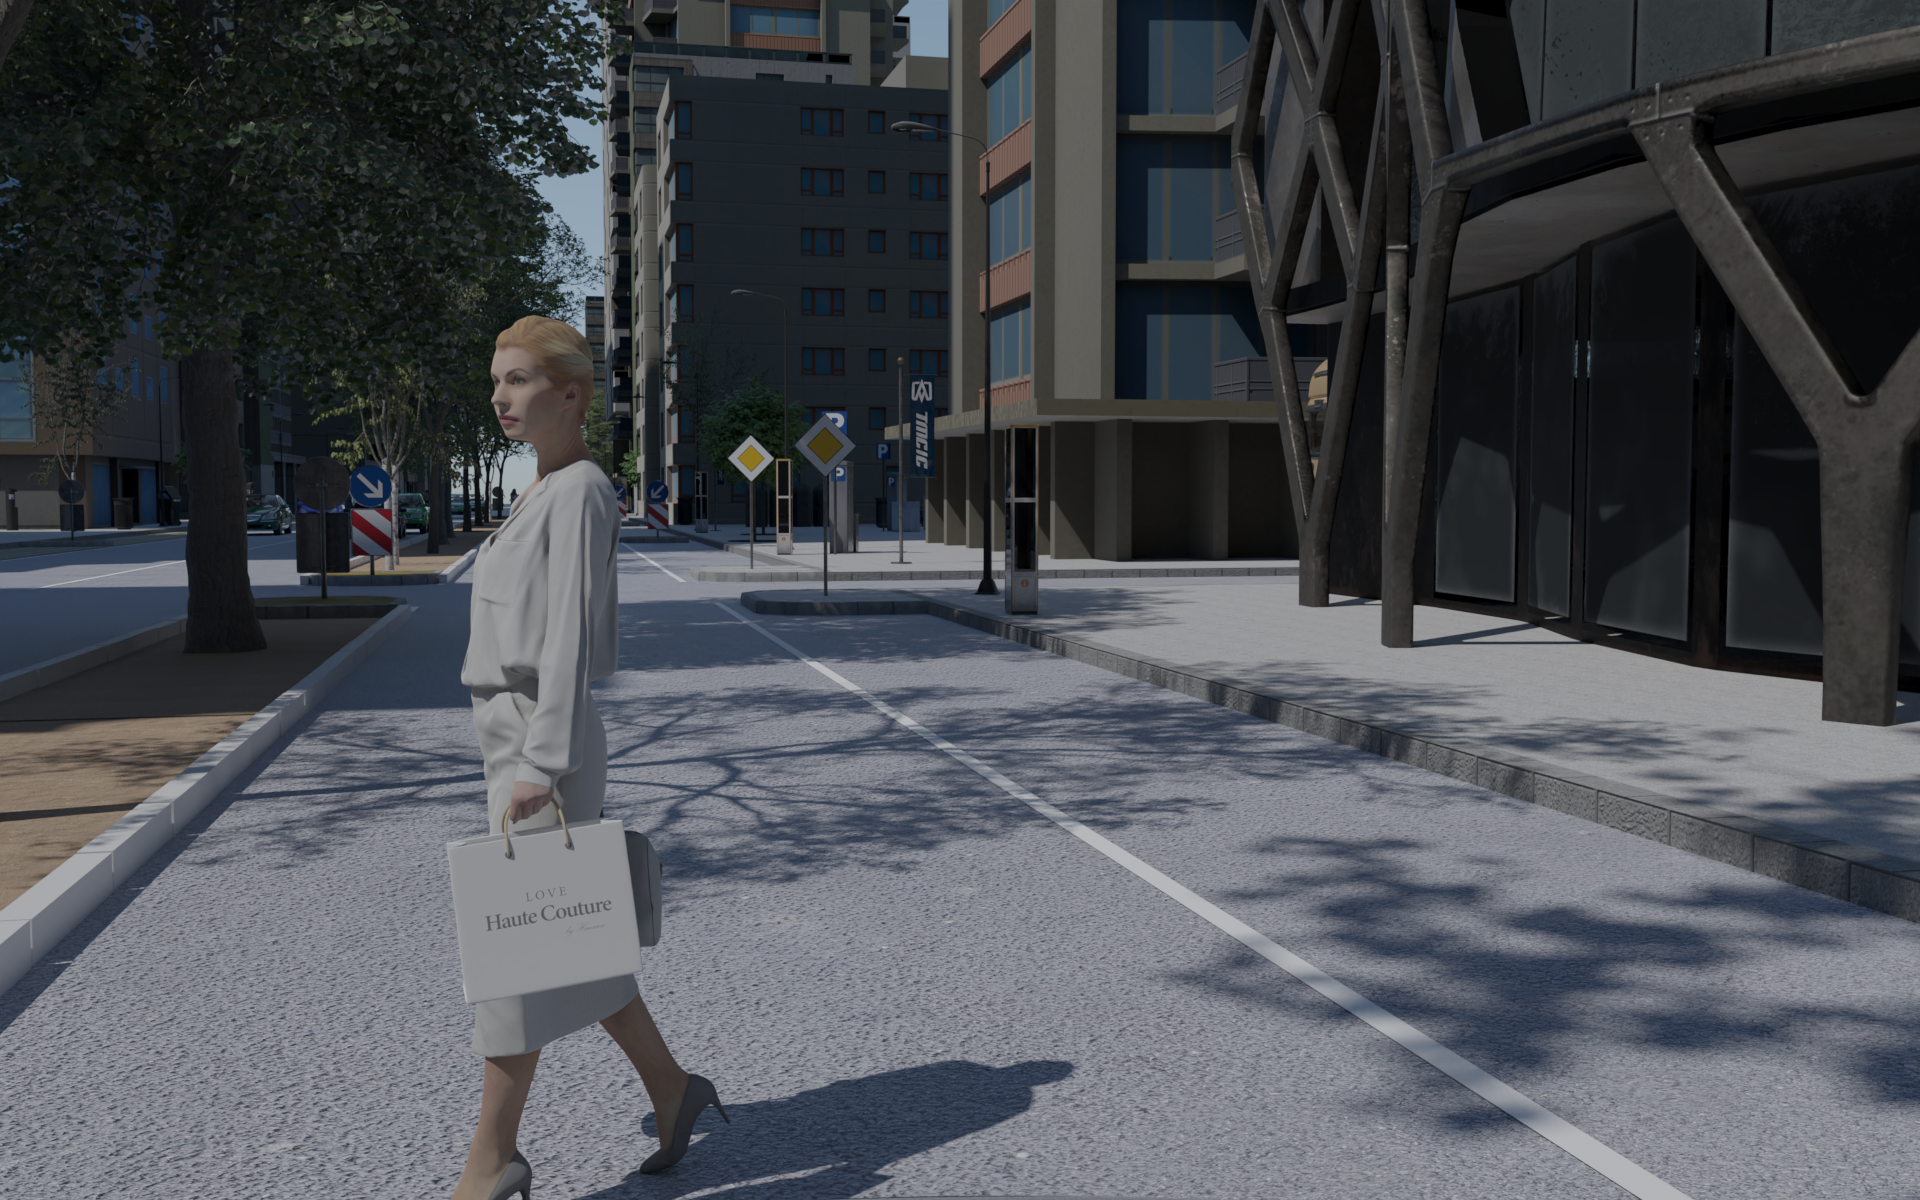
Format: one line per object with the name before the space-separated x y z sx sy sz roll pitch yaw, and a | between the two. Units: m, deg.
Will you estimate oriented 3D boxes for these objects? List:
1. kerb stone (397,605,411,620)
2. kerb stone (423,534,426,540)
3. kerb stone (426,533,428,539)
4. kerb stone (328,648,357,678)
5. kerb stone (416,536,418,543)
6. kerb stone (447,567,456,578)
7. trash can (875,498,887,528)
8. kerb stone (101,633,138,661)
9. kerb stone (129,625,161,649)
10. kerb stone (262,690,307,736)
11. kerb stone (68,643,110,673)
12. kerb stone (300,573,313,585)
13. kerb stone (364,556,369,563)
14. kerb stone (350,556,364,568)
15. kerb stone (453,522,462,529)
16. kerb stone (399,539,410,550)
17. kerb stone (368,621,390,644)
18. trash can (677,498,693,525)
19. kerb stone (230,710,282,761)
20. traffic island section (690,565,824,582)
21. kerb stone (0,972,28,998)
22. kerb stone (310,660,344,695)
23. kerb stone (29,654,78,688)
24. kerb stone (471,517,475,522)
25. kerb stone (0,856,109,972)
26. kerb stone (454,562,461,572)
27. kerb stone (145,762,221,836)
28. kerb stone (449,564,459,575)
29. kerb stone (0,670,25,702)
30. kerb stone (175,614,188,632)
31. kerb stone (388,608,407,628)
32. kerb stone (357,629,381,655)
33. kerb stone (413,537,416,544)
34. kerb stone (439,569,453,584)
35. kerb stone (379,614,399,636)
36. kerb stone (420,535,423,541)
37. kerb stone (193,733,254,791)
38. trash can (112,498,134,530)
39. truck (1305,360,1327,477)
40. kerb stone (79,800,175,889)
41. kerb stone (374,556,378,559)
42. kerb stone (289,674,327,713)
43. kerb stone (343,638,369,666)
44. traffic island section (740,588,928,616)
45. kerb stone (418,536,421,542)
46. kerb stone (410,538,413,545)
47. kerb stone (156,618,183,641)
kerb stone | -6.336 0.160 19.669 0.120 0.150 1.000 -1 4 -13
kerb stone | -16.402 -1.860 52.601 0.120 0.150 1.000 -1 4 -13
kerb stone | -16.643 -1.920 53.594 0.120 0.150 1.000 -1 4 -13
kerb stone | -4.907 0.523 13.690 0.120 0.150 1.000 -1 4 -13
kerb stone | -15.687 -1.676 49.597 0.120 0.150 1.000 -1 4 -13
kerb stone | -8.614 -0.425 29.143 0.120 0.150 1.000 -1 4 -13
trash can | -2.895 -3.313 65.824 0.748 1.137 0.748 0 3 0
kerb stone | -7.409 0.429 15.186 0.120 0.150 1.000 -1 4 -13
kerb stone | -7.665 0.368 16.180 0.120 0.150 1.000 -1 4 -13
kerb stone | -4.185 0.704 10.701 0.120 0.150 1.000 -1 4 -13
kerb stone | -7.178 0.492 14.191 0.120 0.150 1.000 -1 4 -13
kerb stone | -10.421 -0.336 27.691 0.120 0.150 1.000 -1 4 -13
kerb stone | -12.332 -0.823 35.651 0.120 0.150 1.000 -1 4 -13
kerb stone | -12.097 -0.759 34.653 0.120 0.150 1.000 -1 4 -13
kerb stone | -21.910 -3.258 75.532 0.120 0.150 1.000 -1 4 -13
kerb stone | -14.969 -1.491 46.616 0.120 0.150 1.000 -1 4 -13
kerb stone | -5.622 0.337 16.681 0.120 0.150 1.000 -1 4 -13
trash can | -11.364 -3.667 71.602 0.748 1.137 0.748 0 3 0
kerb stone | -3.950 0.765 9.703 0.120 0.150 1.000 -1 4 -13
traffic island section | -3.539 -0.449 29.618 2.009 0.180 2.903 -1 4 -13
kerb stone | -2.743 1.069 4.721 0.120 0.150 1.000 -1 4 -13
kerb stone | -4.657 0.581 12.693 0.120 0.150 1.000 -1 4 -13
kerb stone | -6.933 0.551 13.192 0.120 0.150 1.000 -1 4 -13
kerb stone | -26.458 -4.420 94.470 0.120 0.150 1.000 -1 4 -13
kerb stone | -2.986 1.012 5.720 0.120 0.150 1.000 -1 4 -13
kerb stone | -9.096 -0.547 31.132 0.120 0.150 1.000 -1 4 -13
kerb stone | -3.461 0.887 7.713 0.120 0.150 1.000 -1 4 -13
kerb stone | -8.852 -0.486 30.139 0.120 0.150 1.000 -1 4 -13
kerb stone | -6.711 0.614 12.195 0.120 0.150 1.000 -1 4 -13
kerb stone | -8.139 0.246 18.178 0.120 0.150 1.000 -1 4 -13
kerb stone | -6.097 0.217 18.674 0.120 0.150 1.000 -1 4 -13
kerb stone | -5.381 0.399 15.688 0.120 0.150 1.000 -1 4 -13
kerb stone | -15.441 -1.615 48.605 0.120 0.150 1.000 -1 4 -13
kerb stone | -8.372 -0.361 28.150 0.120 0.150 1.000 -1 4 -13
kerb stone | -5.857 0.276 17.676 0.120 0.150 1.000 -1 4 -13
kerb stone | -16.166 -1.797 51.604 0.120 0.150 1.000 -1 4 -13
kerb stone | -3.708 0.827 8.706 0.120 0.150 1.000 -1 4 -13
trash can | -30.114 -3.102 62.368 0.748 1.137 0.748 0 3 0
truck | 10.691 -2.444 28.879 11.283 4.237 2.839 -1 4 -13
kerb stone | -3.226 0.949 6.714 0.120 0.150 1.000 -1 4 -13
kerb stone | -12.815 -0.946 37.658 0.120 0.150 1.000 -1 4 -13
kerb stone | -4.418 0.642 11.699 0.120 0.150 1.000 -1 4 -13
kerb stone | -5.143 0.459 14.684 0.120 0.150 1.000 -1 4 -13
traffic island section | -1.674 0.026 21.853 2.009 0.180 2.903 -1 4 -13
kerb stone | -15.917 -1.738 50.605 0.120 0.150 1.000 -1 4 -13
kerb stone | -15.209 -1.554 47.610 0.120 0.150 1.000 -1 4 -13
kerb stone | -7.902 0.316 17.176 0.120 0.150 1.000 -1 4 -13
